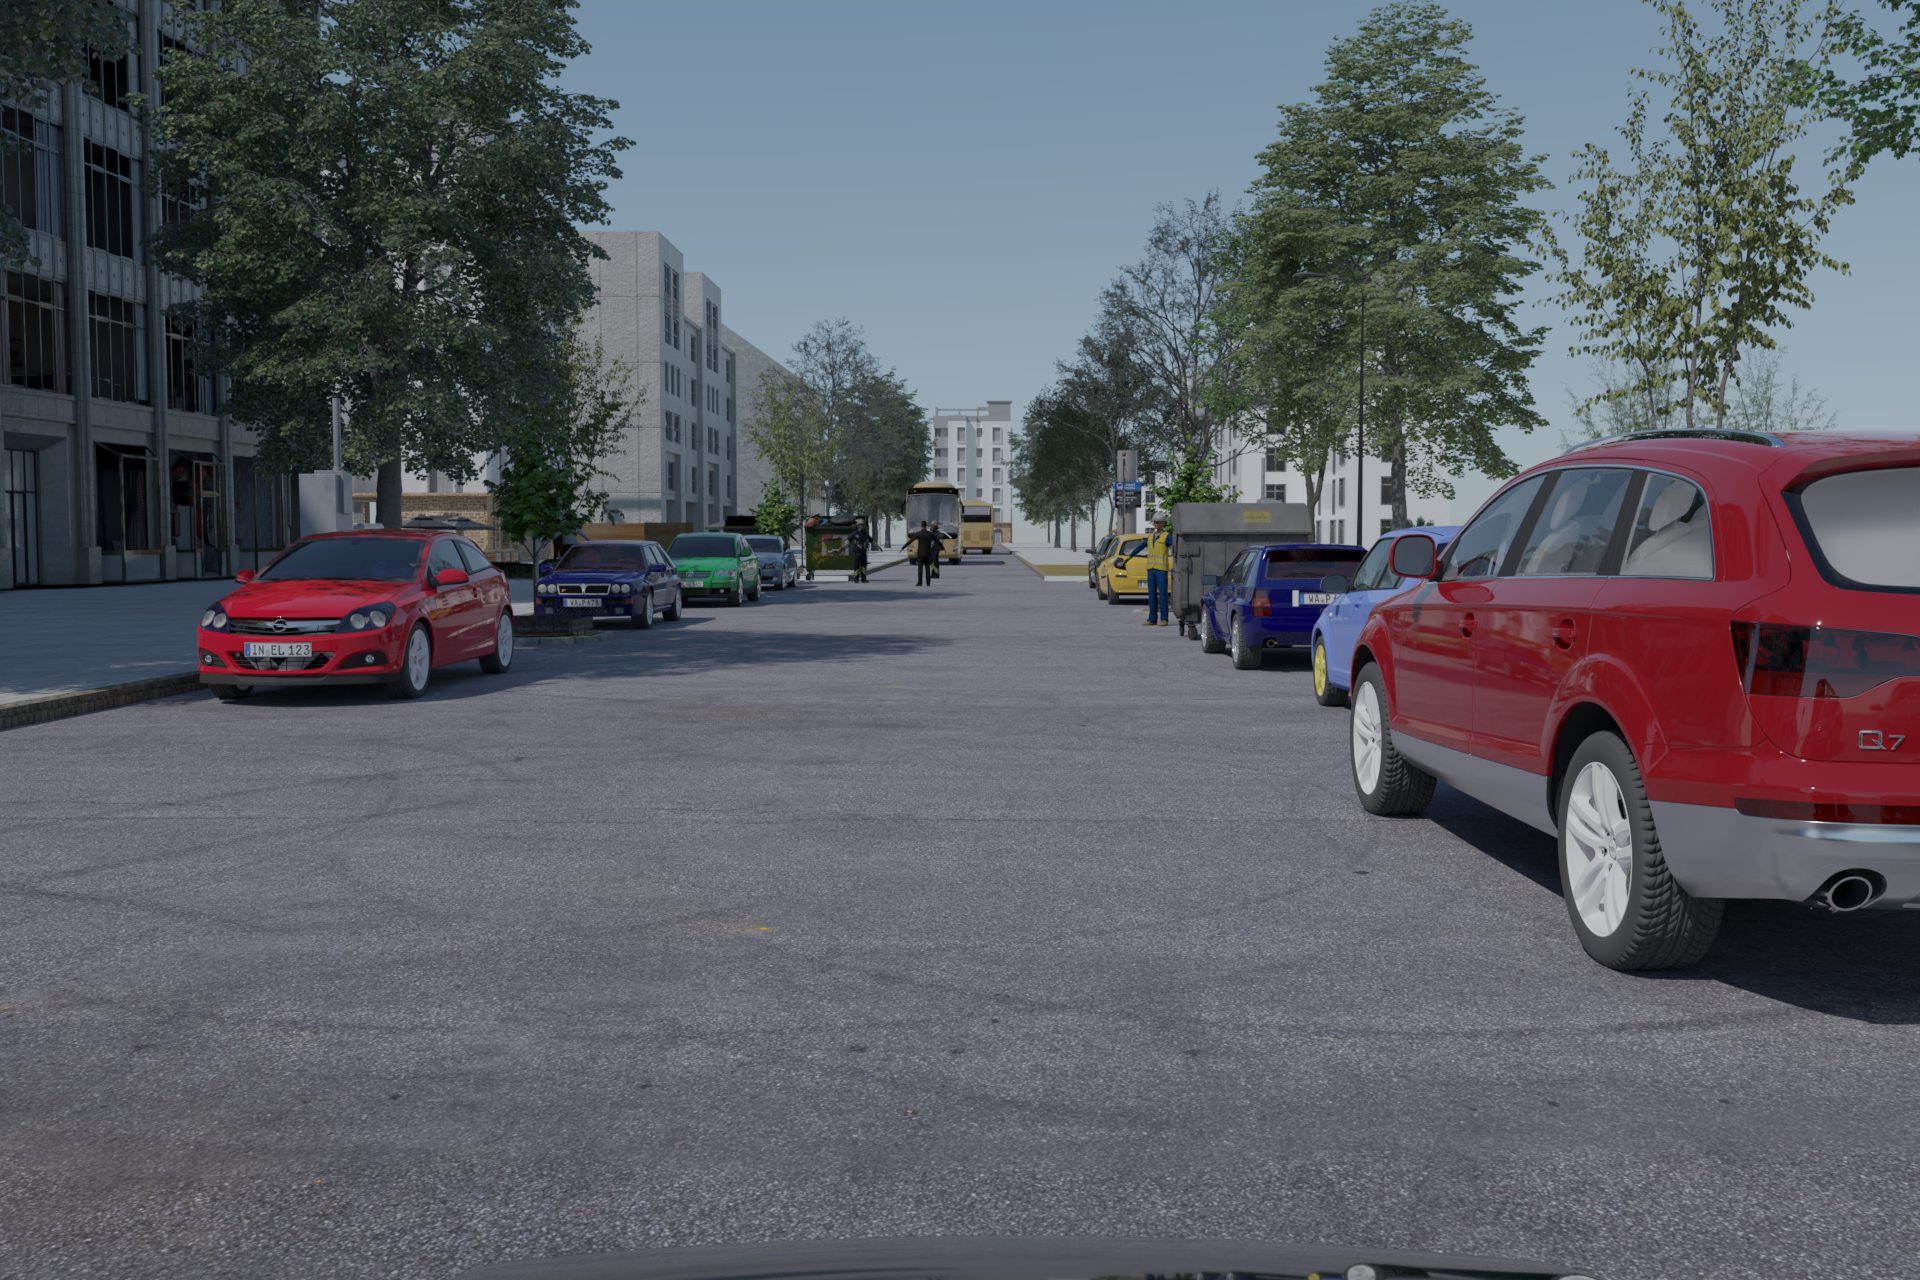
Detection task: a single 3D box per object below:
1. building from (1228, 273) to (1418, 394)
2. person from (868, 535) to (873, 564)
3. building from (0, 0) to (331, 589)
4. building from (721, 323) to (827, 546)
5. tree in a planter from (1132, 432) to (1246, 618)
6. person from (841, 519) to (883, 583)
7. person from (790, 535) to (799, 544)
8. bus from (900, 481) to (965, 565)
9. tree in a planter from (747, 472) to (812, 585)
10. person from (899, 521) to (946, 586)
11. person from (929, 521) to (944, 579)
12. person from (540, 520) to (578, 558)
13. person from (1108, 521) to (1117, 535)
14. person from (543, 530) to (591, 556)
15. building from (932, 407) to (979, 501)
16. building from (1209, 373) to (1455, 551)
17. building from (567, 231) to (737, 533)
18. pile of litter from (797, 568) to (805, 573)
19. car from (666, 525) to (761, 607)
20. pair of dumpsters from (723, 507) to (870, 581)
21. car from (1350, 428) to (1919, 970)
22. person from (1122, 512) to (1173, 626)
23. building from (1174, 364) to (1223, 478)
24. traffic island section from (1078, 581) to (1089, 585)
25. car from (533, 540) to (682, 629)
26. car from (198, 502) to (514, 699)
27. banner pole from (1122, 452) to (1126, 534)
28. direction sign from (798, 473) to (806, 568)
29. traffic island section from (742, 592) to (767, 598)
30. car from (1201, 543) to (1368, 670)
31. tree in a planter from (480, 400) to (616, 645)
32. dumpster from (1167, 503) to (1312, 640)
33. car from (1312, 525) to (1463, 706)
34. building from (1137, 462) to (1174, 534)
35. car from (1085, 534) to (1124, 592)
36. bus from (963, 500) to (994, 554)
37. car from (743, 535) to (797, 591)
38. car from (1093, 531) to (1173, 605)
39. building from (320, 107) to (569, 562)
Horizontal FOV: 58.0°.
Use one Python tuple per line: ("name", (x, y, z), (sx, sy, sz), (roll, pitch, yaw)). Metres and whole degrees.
("building", (25.459, -16.821, 131.443), (16.016, 20.090, 11.380), (0, 4, 1))
("person", (-3.974, -4.105, 73.256), (0.704, 1.843, 1.345), (1, 4, 22))
("building", (-27.057, -13.574, 38.587), (14.369, 24.946, 33.146), (0, 4, 2))
("building", (-24.785, -21.883, 188.717), (19.493, 23.208, 18.063), (0, 4, 0))
("tree in a planter", (4.061, -2.030, 30.408), (1.991, 3.239, 1.994), (0, 4, 1))
("person", (-2.899, -2.592, 50.609), (1.354, 1.856, 0.705), (-2, 4, -30))
("person", (-6.832, -3.781, 67.759), (0.705, 1.837, 1.347), (3, 4, 36))
("bus", (-1.155, -5.674, 84.313), (2.896, 3.916, 12.252), (0, 4, 1))
("tree in a planter", (-5.281, -3.197, 49.496), (1.991, 3.239, 1.994), (0, 4, 0))
("person", (-0.998, -2.374, 47.490), (1.346, 1.802, 0.704), (-1, 4, -18))
("person", (-0.839, -2.902, 55.677), (0.705, 1.856, 1.354), (-2, 4, -29))
("person", (-13.891, -3.292, 59.961), (1.346, 1.812, 0.704), (0, 4, 3))
("person", (5.322, -3.143, 58.191), (1.217, 1.733, 0.721), (1, 4, 10))
("person", (-10.126, -2.370, 44.901), (1.344, 1.810, 0.704), (-2, 4, -30))
("building", (-3.691, -23.876, 249.247), (11.380, 20.090, 16.016), (0, 4, 3))
("building", (21.374, -9.913, 104.233), (9.099, 9.664, 28.070), (0, 4, 1))
("building", (-25.717, -15.336, 117.204), (16.747, 18.905, 31.486), (0, 4, 1))
("pile of litter", (-5.698, -2.632, 56.998), (1.176, 0.858, 1.719), (0, 4, 2))
("car", (-5.181, -1.638, 35.576), (1.959, 1.807, 4.718), (0, 4, 1))
("pair of dumpsters", (-4.971, -2.923, 52.735), (4.436, 2.255, 1.574), (0, 4, 0))
("car", (3.097, 0.088, 7.237), (2.281, 1.827, 5.304), (0, 4, -1))
("person", (3.045, -1.105, 26.987), (1.216, 1.772, 0.721), (3, 5, 42))
("building", (28.792, -20.415, 190.204), (16.016, 20.090, 11.380), (0, 4, 1))
("traffic island section", (4.366, -1.614, 49.260), (1.991, 0.108, 1.994), (0, 4, 0))
("car", (-5.505, -0.900, 27.296), (1.945, 1.354, 3.894), (0, 4, 1))
("car", (-5.576, -0.450, 16.391), (2.155, 1.783, 4.494), (0, 4, 1))
("banner pole", (5.014, -3.844, 52.873), (0.401, 3.779, 0.863), (0, 4, 1))
("direction sign", (-5.910, -4.454, 64.812), (0.379, 3.537, 0.876), (0, 4, 3))
("traffic island section", (-5.486, -1.031, 39.724), (1.991, 0.108, 1.994), (0, 4, 1))
("car", (3.769, -0.430, 19.610), (1.945, 1.354, 3.894), (0, 4, 0))
("tree in a planter", (-5.732, -1.592, 23.258), (1.991, 3.239, 1.994), (0, 4, 1))
("dumpster", (3.826, -0.951, 23.772), (1.865, 1.857, 1.264), (0, 3, 0))
("car", (3.825, -0.229, 13.338), (1.945, 1.707, 3.694), (0, 3, 0))
("building", (25.276, -16.300, 208.652), (9.099, 9.664, 28.070), (0, 4, 1))
("car", (4.247, -2.118, 44.418), (2.009, 1.686, 4.222), (0, 4, 1))
("bus", (1.003, -8.136, 124.571), (2.896, 3.916, 12.252), (0, 4, 0))
("car", (-5.311, -2.048, 45.489), (2.014, 1.417, 4.499), (0, 4, 1))
("car", (3.839, -1.602, 36.411), (2.015, 1.641, 3.980), (0, 3, 0))
("building", (-25.480, -13.530, 77.632), (16.016, 20.090, 11.380), (0, 3, 0))
